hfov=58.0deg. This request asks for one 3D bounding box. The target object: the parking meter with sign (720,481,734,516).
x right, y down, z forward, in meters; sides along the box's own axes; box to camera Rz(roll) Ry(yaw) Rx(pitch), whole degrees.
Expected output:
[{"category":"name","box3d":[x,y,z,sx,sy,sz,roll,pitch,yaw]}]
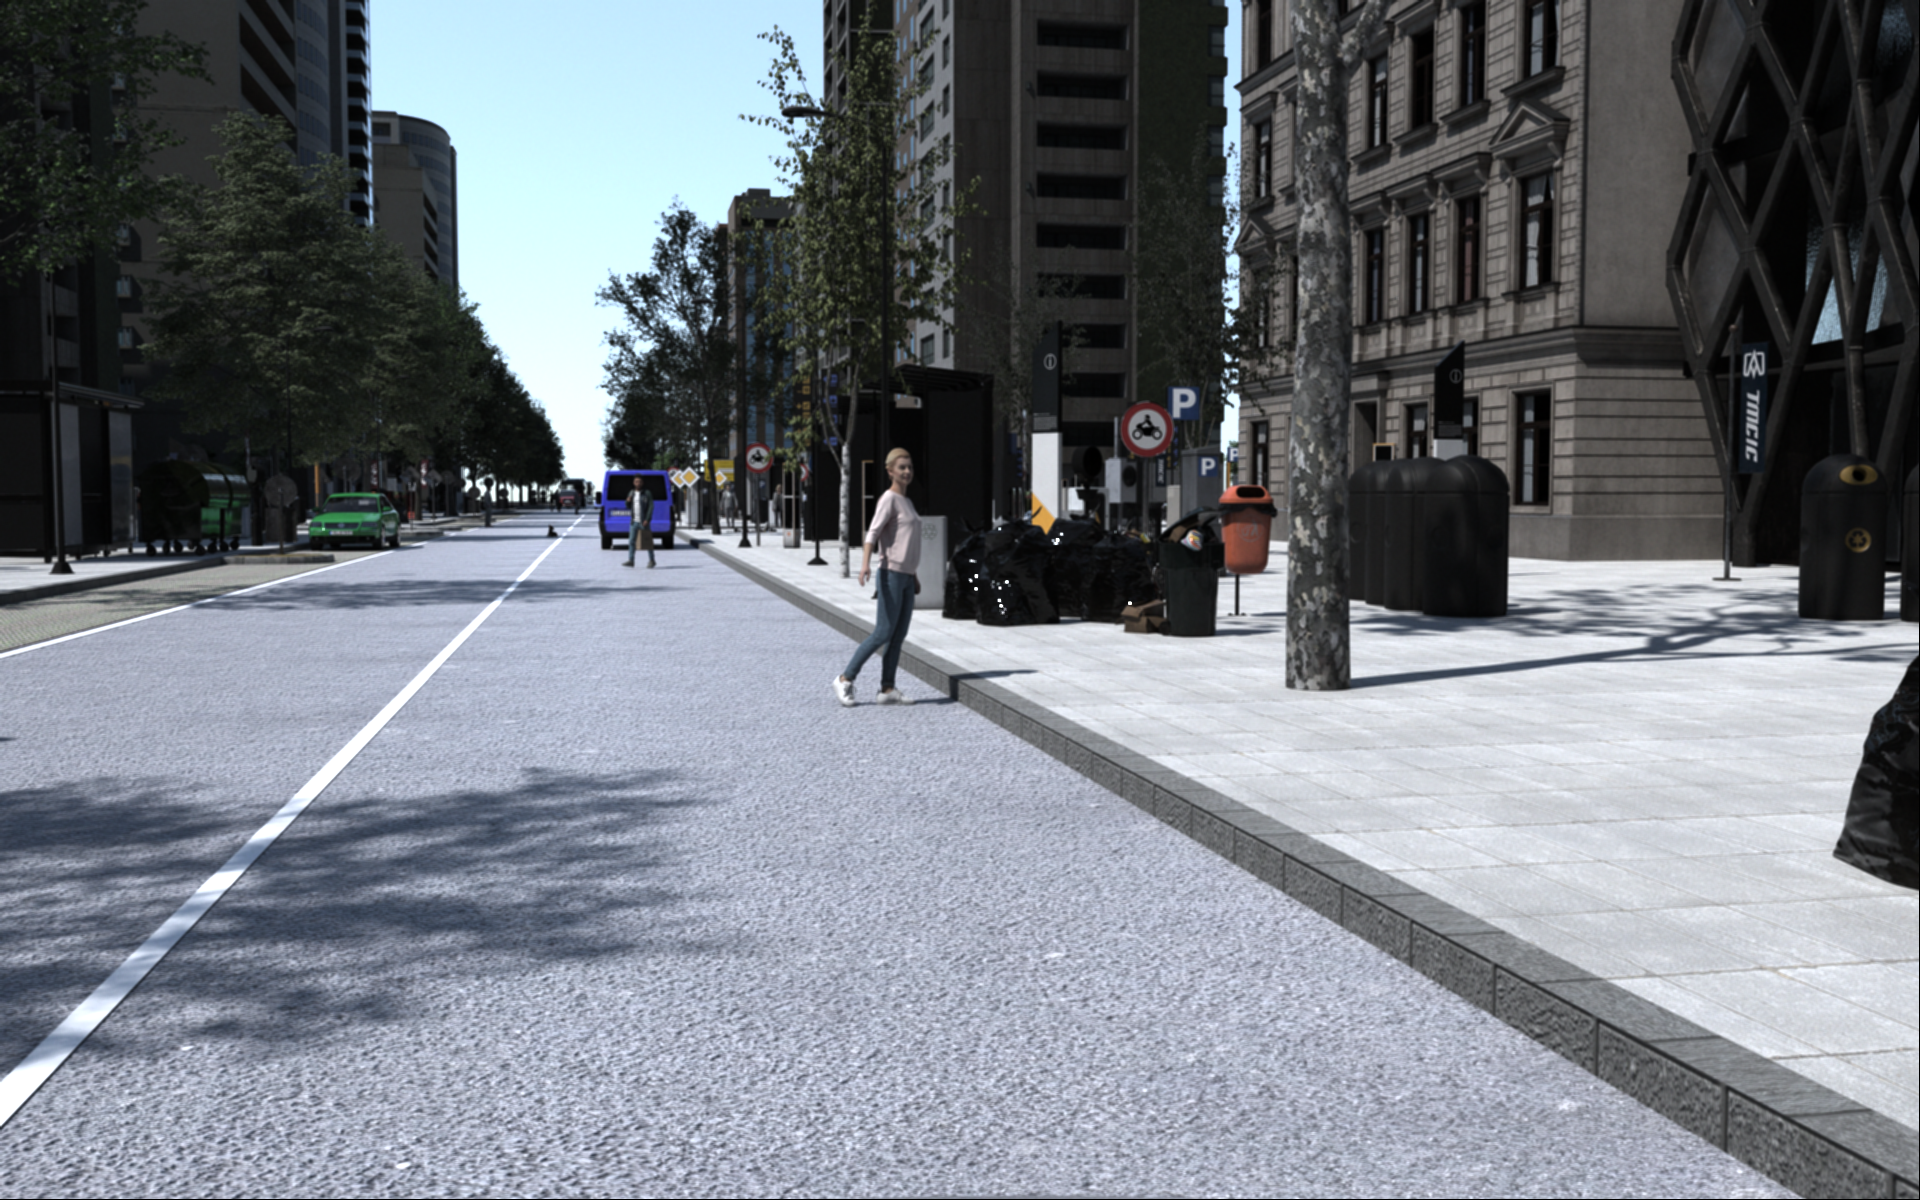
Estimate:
[{"category":"parking meter with sign","box3d":[-13.233,-6.320,99.586,0.543,3.016,1.738,-3,5,-43]}]

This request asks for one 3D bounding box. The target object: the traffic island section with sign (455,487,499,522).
[{"category":"traffic island section with sign","box3d":[-25.230,-4.987,90.166,1.989,1.847,2.006,-1,4,-12]}]

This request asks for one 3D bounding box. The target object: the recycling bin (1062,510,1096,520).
[{"category":"recycling bin","box3d":[1.683,-0.874,26.838,0.722,1.027,0.722,0,4,-7]}]

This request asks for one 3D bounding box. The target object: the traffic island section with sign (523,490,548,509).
[{"category":"traffic island section with sign","box3d":[-40.745,-9.611,165.772,1.989,1.847,2.006,-1,4,-12]}]

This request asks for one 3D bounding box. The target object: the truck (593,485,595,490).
[{"category":"truck","box3d":[-63.075,-18.032,290.752,3.469,3.379,9.791,-1,4,-12]}]

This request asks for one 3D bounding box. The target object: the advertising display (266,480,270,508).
[{"category":"advertising display","box3d":[-30.896,-4.434,77.712,0.123,1.923,0.974,-3,5,-39]}]

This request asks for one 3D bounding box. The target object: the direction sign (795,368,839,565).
[{"category":"direction sign","box3d":[-2.586,-2.407,31.344,0.876,3.537,0.379,1,4,22]}]

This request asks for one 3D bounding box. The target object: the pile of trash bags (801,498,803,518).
[{"category":"pile of trash bags","box3d":[-7.245,-5.122,93.496,1.912,1.369,3.447,-2,4,-25]}]

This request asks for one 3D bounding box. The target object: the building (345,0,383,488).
[{"category":"building","box3d":[-71.590,-52.906,177.681,22.319,86.520,31.000,-1,4,-12]}]

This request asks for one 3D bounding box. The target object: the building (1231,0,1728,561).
[{"category":"building","box3d":[14.379,-10.859,42.174,10.561,19.102,19.286,-1,4,-12]}]

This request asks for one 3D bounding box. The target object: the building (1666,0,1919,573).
[{"category":"building","box3d":[21.228,-9.648,25.195,16.820,18.784,16.811,-1,4,-12]}]

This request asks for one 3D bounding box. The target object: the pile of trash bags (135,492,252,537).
[{"category":"pile of trash bags","box3d":[-22.901,-2.580,51.939,3.447,1.369,1.912,0,4,-8]}]

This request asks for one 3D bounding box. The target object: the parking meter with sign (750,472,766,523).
[{"category":"parking meter with sign","box3d":[-8.954,-4.940,77.022,0.543,3.016,1.738,-2,4,-30]}]

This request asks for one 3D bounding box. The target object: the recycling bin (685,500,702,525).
[{"category":"recycling bin","box3d":[-11.047,-3.651,72.242,0.722,1.027,0.722,-1,4,-17]}]

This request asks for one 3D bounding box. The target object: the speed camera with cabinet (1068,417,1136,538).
[{"category":"speed camera with cabinet","box3d":[3.640,-3.033,43.931,2.038,3.252,0.660,-3,5,-42]}]

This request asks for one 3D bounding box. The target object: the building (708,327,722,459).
[{"category":"building","box3d":[-36.264,-32.135,297.105,14.160,30.474,14.107,-1,4,-12]}]

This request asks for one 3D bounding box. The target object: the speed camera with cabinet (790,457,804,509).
[{"category":"speed camera with cabinet","box3d":[-7.676,-5.586,85.661,2.038,3.252,0.660,2,4,28]}]

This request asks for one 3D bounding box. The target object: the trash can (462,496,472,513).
[{"category":"trash can","box3d":[-33.112,-6.414,116.525,0.748,1.137,0.748,0,3,0]}]

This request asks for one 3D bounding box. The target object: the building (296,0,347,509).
[{"category":"building","box3d":[-65.475,-37.115,148.823,21.231,58.520,28.212,-1,4,-12]}]

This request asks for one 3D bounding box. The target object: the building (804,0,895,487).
[{"category":"building","box3d":[-1.558,-42.714,136.627,20.563,71.187,20.611,-1,4,-12]}]

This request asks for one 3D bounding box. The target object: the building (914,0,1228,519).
[{"category":"building","box3d":[5.565,-19.746,94.556,14.107,30.474,14.160,-1,4,-12]}]

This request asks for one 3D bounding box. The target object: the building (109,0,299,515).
[{"category":"building","box3d":[-55.225,-29.781,110.623,21.300,48.544,21.600,-1,4,-12]}]

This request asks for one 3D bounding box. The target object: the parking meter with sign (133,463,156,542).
[{"category":"parking meter with sign","box3d":[-22.323,-3.037,45.922,1.738,3.016,0.543,-1,4,-8]}]

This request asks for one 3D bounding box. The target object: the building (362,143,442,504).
[{"category":"building","box3d":[-84.570,-37.780,241.397,21.300,48.544,21.600,-1,4,-12]}]

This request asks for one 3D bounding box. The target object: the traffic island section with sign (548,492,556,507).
[{"category":"traffic island section with sign","box3d":[-46.201,-11.240,192.402,1.989,1.847,2.006,-1,4,-12]}]

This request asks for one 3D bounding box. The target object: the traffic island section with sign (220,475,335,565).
[{"category":"traffic island section with sign","box3d":[-14.115,-1.671,35.945,1.989,1.847,2.006,-1,4,-12]}]

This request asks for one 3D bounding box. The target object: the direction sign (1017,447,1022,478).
[{"category":"direction sign","box3d":[2.662,-5.630,84.052,0.876,3.537,0.379,-2,4,-26]}]

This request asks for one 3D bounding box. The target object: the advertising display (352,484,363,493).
[{"category":"advertising display","box3d":[-39.710,-6.673,114.315,0.974,1.923,0.123,0,4,-1]}]

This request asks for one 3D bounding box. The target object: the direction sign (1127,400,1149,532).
[{"category":"direction sign","box3d":[4.337,-3.077,42.313,0.379,3.537,0.876,-2,4,-29]}]

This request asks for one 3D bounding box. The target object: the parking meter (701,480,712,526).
[{"category":"parking meter","box3d":[-10.306,-3.967,70.565,0.399,1.863,0.255,1,4,21]}]

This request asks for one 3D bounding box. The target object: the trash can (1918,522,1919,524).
[{"category":"trash can","box3d":[5.321,0.170,8.881,0.748,1.137,0.748,0,3,0]}]

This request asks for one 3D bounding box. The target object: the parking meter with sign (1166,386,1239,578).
[{"category":"parking meter with sign","box3d":[3.778,-1.900,27.331,0.543,3.016,1.738,-1,4,-12]}]

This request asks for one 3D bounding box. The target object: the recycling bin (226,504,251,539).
[{"category":"recycling bin","box3d":[-20.726,-2.263,49.555,0.722,1.027,0.722,-1,4,-14]}]

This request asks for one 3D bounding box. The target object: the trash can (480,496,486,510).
[{"category":"trash can","box3d":[-37.344,-7.609,136.063,0.748,1.137,0.748,0,3,0]}]

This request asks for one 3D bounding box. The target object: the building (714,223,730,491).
[{"category":"building","box3d":[-27.773,-37.963,275.322,22.147,44.769,28.867,-1,4,-12]}]

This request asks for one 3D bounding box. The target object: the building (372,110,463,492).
[{"category":"building","box3d":[-88.784,-44.257,265.607,21.231,58.520,28.212,-1,4,-12]}]

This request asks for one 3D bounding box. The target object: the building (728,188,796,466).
[{"category":"building","box3d":[-26.422,-36.910,253.593,14.600,45.320,14.200,-1,4,-12]}]

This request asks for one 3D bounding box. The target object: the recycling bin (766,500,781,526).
[{"category":"recycling bin","box3d":[-7.460,-3.556,70.693,0.722,1.027,0.722,1,4,17]}]

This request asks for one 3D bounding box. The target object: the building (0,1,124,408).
[{"category":"building","box3d":[-49.692,-19.034,82.912,14.160,30.474,14.107,-1,4,-12]}]

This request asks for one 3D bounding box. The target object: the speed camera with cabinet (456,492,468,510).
[{"category":"speed camera with cabinet","box3d":[-39.881,-8.756,137.497,2.038,3.252,0.660,1,4,20]}]

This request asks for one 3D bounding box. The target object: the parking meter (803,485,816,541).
[{"category":"parking meter","box3d":[-4.121,-2.402,47.688,0.372,1.533,0.369,0,3,0]}]

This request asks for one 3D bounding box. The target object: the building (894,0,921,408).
[{"category":"building","box3d":[3.689,-28.287,112.605,14.600,45.320,14.200,-1,4,-12]}]

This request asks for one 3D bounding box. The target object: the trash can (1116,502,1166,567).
[{"category":"trash can","box3d":[3.258,-1.159,30.606,0.748,1.137,0.748,0,3,0]}]

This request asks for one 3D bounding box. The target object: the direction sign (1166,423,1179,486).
[{"category":"direction sign","box3d":[6.816,-3.892,55.623,0.379,3.537,0.876,-1,4,-17]}]

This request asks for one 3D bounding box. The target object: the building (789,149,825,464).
[{"category":"building","box3d":[-5.940,-30.956,198.006,32.217,40.220,23.993,-1,4,-12]}]

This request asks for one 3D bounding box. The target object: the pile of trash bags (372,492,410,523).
[{"category":"pile of trash bags","box3d":[-25.728,-4.103,76.833,1.912,1.369,3.447,-2,4,-32]}]

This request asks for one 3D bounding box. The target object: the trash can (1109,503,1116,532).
[{"category":"trash can","box3d":[4.734,-2.576,53.764,0.748,1.137,0.748,0,3,0]}]

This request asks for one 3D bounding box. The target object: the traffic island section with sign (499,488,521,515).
[{"category":"traffic island section with sign","box3d":[-30.703,-6.617,116.813,1.989,1.847,2.006,-1,4,-12]}]

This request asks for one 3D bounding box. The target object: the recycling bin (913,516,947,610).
[{"category":"recycling bin","box3d":[-0.524,-0.426,19.515,0.722,1.027,0.722,0,4,-4]}]

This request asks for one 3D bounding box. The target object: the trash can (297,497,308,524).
[{"category":"trash can","box3d":[-28.609,-3.869,74.912,0.748,1.137,0.748,0,3,0]}]
